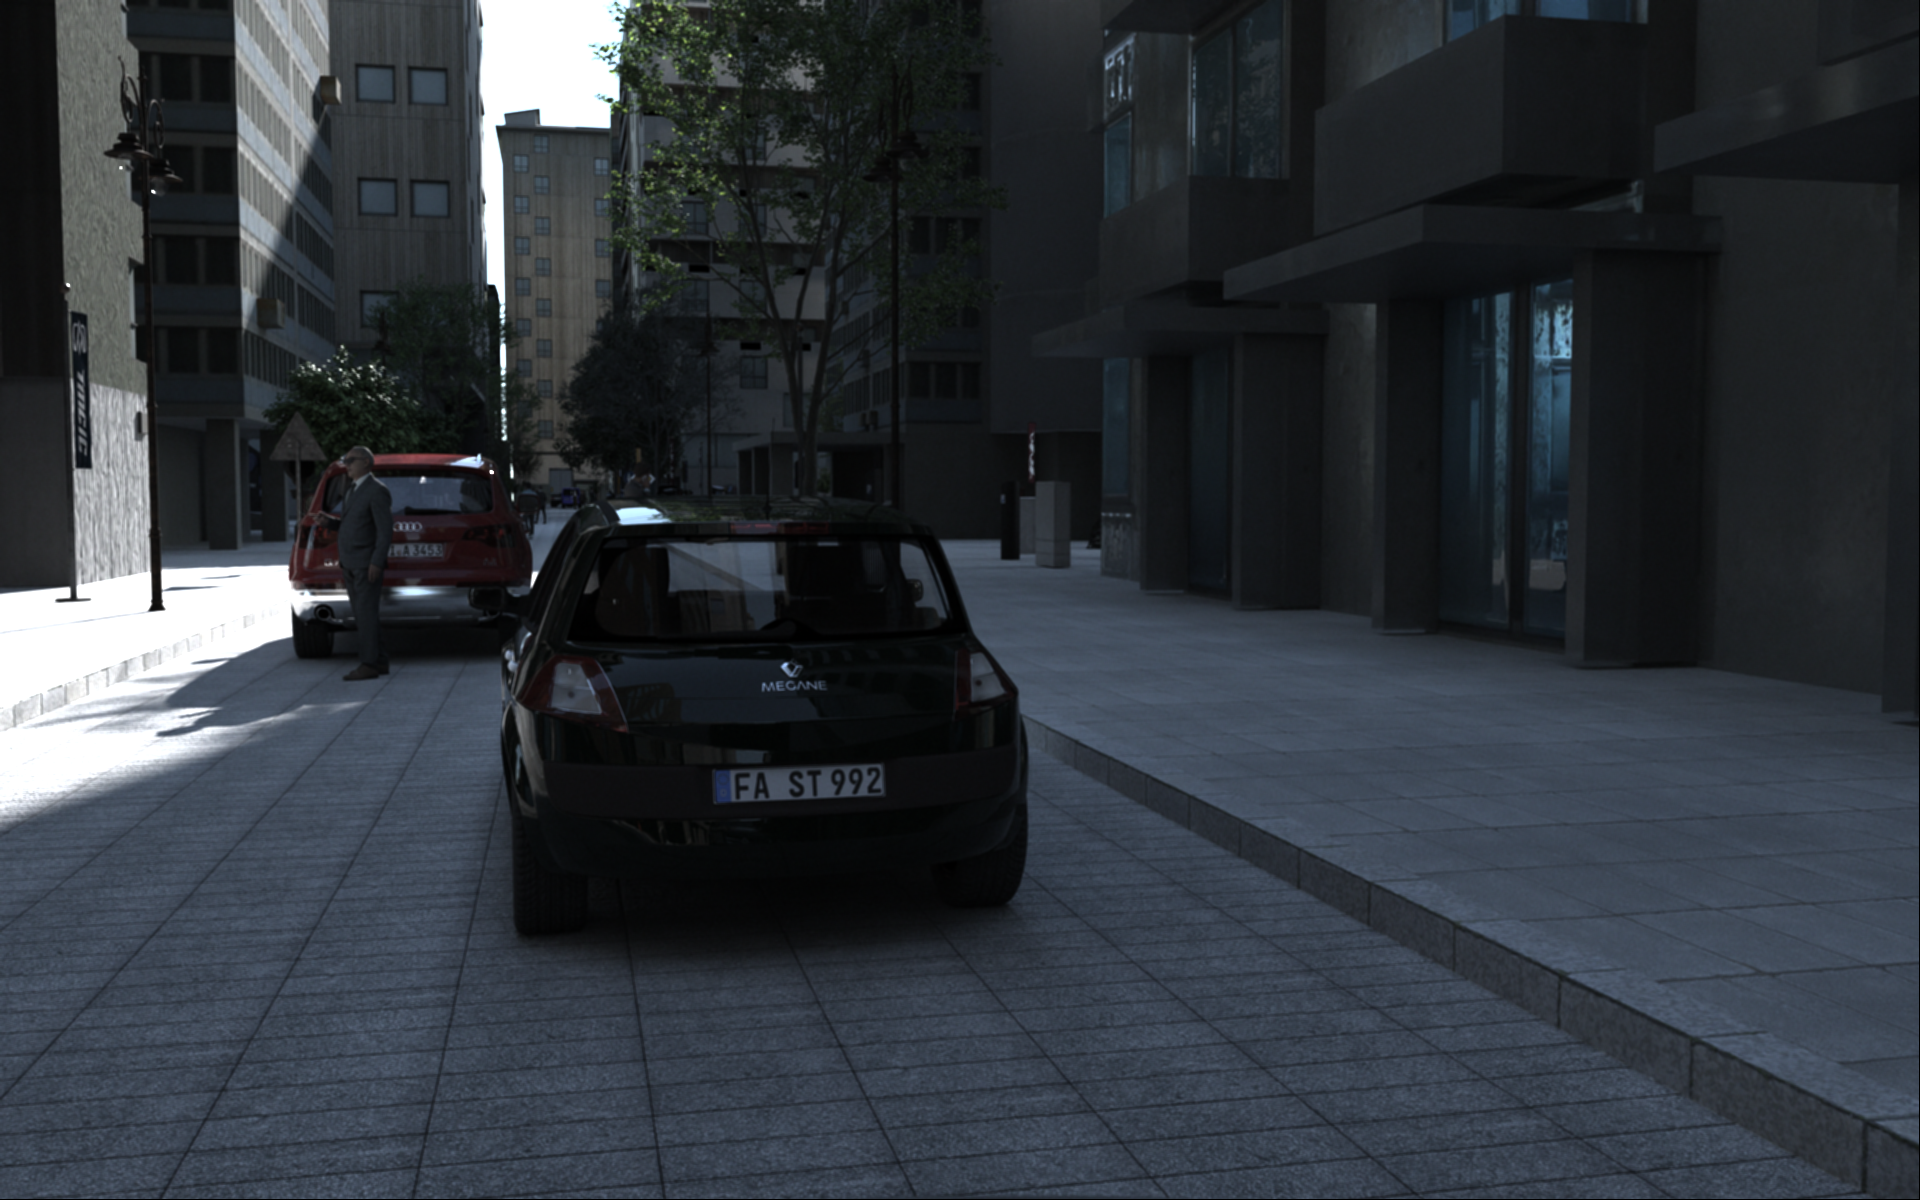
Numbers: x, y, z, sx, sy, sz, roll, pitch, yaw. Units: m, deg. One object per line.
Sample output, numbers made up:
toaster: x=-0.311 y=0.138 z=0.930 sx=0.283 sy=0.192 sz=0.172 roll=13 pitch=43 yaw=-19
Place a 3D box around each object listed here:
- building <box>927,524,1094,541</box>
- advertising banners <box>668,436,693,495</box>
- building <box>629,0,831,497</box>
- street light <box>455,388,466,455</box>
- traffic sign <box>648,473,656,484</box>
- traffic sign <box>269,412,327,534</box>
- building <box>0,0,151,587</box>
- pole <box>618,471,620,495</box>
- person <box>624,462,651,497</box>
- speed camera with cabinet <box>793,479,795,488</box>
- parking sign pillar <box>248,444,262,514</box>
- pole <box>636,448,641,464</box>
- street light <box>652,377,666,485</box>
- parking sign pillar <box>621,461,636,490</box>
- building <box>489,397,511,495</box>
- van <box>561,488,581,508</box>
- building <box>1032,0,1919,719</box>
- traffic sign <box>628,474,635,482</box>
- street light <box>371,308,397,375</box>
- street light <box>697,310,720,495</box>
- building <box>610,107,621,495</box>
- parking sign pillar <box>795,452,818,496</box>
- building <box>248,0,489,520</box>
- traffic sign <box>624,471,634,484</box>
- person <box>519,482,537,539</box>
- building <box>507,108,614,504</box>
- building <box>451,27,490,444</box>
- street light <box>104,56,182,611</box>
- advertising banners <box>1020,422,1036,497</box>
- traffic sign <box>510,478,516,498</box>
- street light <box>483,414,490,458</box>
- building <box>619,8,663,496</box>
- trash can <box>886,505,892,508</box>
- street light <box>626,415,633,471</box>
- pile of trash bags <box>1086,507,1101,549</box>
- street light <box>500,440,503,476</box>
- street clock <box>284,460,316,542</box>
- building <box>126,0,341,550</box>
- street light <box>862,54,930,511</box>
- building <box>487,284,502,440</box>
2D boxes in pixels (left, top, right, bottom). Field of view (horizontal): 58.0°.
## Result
building: x=9.276 y=-22.236 z=55.436 sx=32.217 sy=40.220 sz=23.993 roll=-1 pitch=4 yaw=-13
advertising banners: x=-8.558 y=-3.474 z=52.987 sx=0.090 sy=3.025 sz=2.074 roll=1 pitch=4 yaw=11
building: x=-11.500 y=-33.373 z=134.880 sx=28.713 sy=52.752 sz=27.495 roll=-1 pitch=4 yaw=-13
street light: x=-21.798 y=-6.294 z=75.692 sx=0.468 sy=5.910 sz=1.993 roll=-1 pitch=4 yaw=-13
traffic sign: x=-12.479 y=-3.985 z=68.796 sx=0.795 sy=2.450 sz=0.064 roll=-1 pitch=4 yaw=-13
traffic sign: x=-10.455 y=-1.674 z=27.376 sx=0.884 sy=2.594 sz=0.081 roll=0 pitch=4 yaw=-5
building: x=-18.649 y=-15.153 z=19.448 sx=14.160 sy=30.474 sz=14.107 roll=-1 pitch=4 yaw=-13
pole: x=-29.046 y=-9.402 z=147.564 sx=0.158 sy=3.312 sz=0.155 roll=0 pitch=3 yaw=0
person: x=-4.160 y=-0.871 z=22.555 sx=0.447 sy=1.846 sz=0.655 roll=-2 pitch=4 yaw=-25
speed camera with cabinet: x=-10.530 y=-6.795 z=105.427 sx=2.038 sy=3.252 sz=0.660 roll=-2 pitch=4 yaw=-27
parking sign pillar: x=-32.963 y=-5.611 z=80.209 sx=1.447 sy=3.967 sz=1.447 roll=1 pitch=4 yaw=9
pole: x=-14.282 y=-5.089 z=77.041 sx=0.158 sy=3.312 sz=0.155 roll=0 pitch=3 yaw=0
street light: x=-11.883 y=-5.849 z=68.411 sx=0.468 sy=5.910 sz=1.993 roll=-1 pitch=4 yaw=-13
parking sign pillar: x=-22.193 y=-7.851 z=116.832 sx=1.447 sy=3.967 sz=1.447 roll=1 pitch=4 yaw=19
building: x=-69.825 y=-54.508 z=203.884 sx=31.000 sy=86.520 sz=22.319 roll=-1 pitch=4 yaw=-13
van: x=-39.040 y=-10.377 z=174.041 sx=2.240 sy=2.365 sz=5.245 roll=-1 pitch=4 yaw=-11
building: x=14.336 y=-24.200 z=15.273 sx=23.786 sy=49.044 sz=30.456 roll=-1 pitch=4 yaw=-13
traffic sign: x=-14.260 y=-4.461 z=76.581 sx=0.795 sy=2.450 sz=0.064 roll=-1 pitch=4 yaw=-13
street light: x=-14.321 y=-4.305 z=43.182 sx=0.468 sy=5.910 sz=1.993 roll=-1 pitch=4 yaw=-13
street light: x=-6.306 y=-4.326 z=43.520 sx=0.468 sy=5.910 sz=1.993 roll=-1 pitch=4 yaw=-13
building: x=-30.415 y=-30.779 z=186.834 sx=14.154 sy=41.232 sz=14.086 roll=-1 pitch=4 yaw=-13
parking sign pillar: x=-8.839 y=-6.796 z=99.586 sx=1.447 sy=3.967 sz=1.447 roll=0 pitch=4 yaw=-1
building: x=-40.057 y=-30.853 z=93.688 sx=28.713 sy=52.752 sz=27.495 roll=-1 pitch=4 yaw=-13
traffic sign: x=-18.330 y=-5.891 z=96.419 sx=0.768 sy=2.556 sz=0.104 roll=0 pitch=4 yaw=-6
person: x=-13.690 y=-2.846 z=55.047 sx=0.620 sy=1.820 sz=0.660 roll=3 pitch=4 yaw=39
building: x=-51.053 y=-40.202 z=246.541 sx=27.495 sy=52.752 sz=28.713 roll=-1 pitch=4 yaw=-13
building: x=-41.268 y=-26.890 z=123.240 sx=14.154 sy=41.232 sz=14.086 roll=-1 pitch=4 yaw=-13
street light: x=-8.833 y=-2.819 z=18.878 sx=0.468 sy=5.910 sz=1.993 roll=-1 pitch=4 yaw=-13
advertising banners: x=1.445 y=-2.778 z=41.602 sx=0.090 sy=3.025 sz=2.074 roll=2 pitch=4 yaw=24
traffic sign: x=-35.458 y=-8.362 z=136.822 sx=0.768 sy=2.556 sz=0.104 roll=-1 pitch=4 yaw=-10
street light: x=-27.302 y=-7.780 z=99.993 sx=0.468 sy=5.910 sz=1.993 roll=-1 pitch=4 yaw=-13
building: x=-22.072 y=-33.405 z=169.876 sx=21.300 sy=48.544 sz=21.600 roll=-1 pitch=4 yaw=-13
trash can: x=-1.194 y=-0.661 z=22.469 sx=0.748 sy=1.137 sz=0.748 roll=0 pitch=3 yaw=0
street light: x=-18.941 y=-7.721 z=99.022 sx=0.468 sy=5.910 sz=1.993 roll=-1 pitch=4 yaw=-13
pile of trash bags: x=4.419 y=-1.946 z=41.565 sx=1.912 sy=1.369 sz=3.447 roll=2 pitch=4 yaw=27
street light: x=-33.054 y=-9.306 z=124.944 sx=0.468 sy=5.910 sz=1.993 roll=-1 pitch=4 yaw=-13
street clock: x=-11.356 y=-1.545 z=29.828 sx=0.471 sy=2.002 sz=0.358 roll=-3 pitch=5 yaw=-41
building: x=-29.568 y=-21.602 z=45.070 sx=23.993 sy=40.220 sz=32.217 roll=-1 pitch=4 yaw=-13
street light: x=-0.705 y=-2.814 z=18.803 sx=0.468 sy=5.910 sz=1.993 roll=-1 pitch=4 yaw=-13
building: x=-69.928 y=-28.426 z=236.464 sx=14.107 sy=30.474 sz=14.160 roll=-1 pitch=4 yaw=-13
